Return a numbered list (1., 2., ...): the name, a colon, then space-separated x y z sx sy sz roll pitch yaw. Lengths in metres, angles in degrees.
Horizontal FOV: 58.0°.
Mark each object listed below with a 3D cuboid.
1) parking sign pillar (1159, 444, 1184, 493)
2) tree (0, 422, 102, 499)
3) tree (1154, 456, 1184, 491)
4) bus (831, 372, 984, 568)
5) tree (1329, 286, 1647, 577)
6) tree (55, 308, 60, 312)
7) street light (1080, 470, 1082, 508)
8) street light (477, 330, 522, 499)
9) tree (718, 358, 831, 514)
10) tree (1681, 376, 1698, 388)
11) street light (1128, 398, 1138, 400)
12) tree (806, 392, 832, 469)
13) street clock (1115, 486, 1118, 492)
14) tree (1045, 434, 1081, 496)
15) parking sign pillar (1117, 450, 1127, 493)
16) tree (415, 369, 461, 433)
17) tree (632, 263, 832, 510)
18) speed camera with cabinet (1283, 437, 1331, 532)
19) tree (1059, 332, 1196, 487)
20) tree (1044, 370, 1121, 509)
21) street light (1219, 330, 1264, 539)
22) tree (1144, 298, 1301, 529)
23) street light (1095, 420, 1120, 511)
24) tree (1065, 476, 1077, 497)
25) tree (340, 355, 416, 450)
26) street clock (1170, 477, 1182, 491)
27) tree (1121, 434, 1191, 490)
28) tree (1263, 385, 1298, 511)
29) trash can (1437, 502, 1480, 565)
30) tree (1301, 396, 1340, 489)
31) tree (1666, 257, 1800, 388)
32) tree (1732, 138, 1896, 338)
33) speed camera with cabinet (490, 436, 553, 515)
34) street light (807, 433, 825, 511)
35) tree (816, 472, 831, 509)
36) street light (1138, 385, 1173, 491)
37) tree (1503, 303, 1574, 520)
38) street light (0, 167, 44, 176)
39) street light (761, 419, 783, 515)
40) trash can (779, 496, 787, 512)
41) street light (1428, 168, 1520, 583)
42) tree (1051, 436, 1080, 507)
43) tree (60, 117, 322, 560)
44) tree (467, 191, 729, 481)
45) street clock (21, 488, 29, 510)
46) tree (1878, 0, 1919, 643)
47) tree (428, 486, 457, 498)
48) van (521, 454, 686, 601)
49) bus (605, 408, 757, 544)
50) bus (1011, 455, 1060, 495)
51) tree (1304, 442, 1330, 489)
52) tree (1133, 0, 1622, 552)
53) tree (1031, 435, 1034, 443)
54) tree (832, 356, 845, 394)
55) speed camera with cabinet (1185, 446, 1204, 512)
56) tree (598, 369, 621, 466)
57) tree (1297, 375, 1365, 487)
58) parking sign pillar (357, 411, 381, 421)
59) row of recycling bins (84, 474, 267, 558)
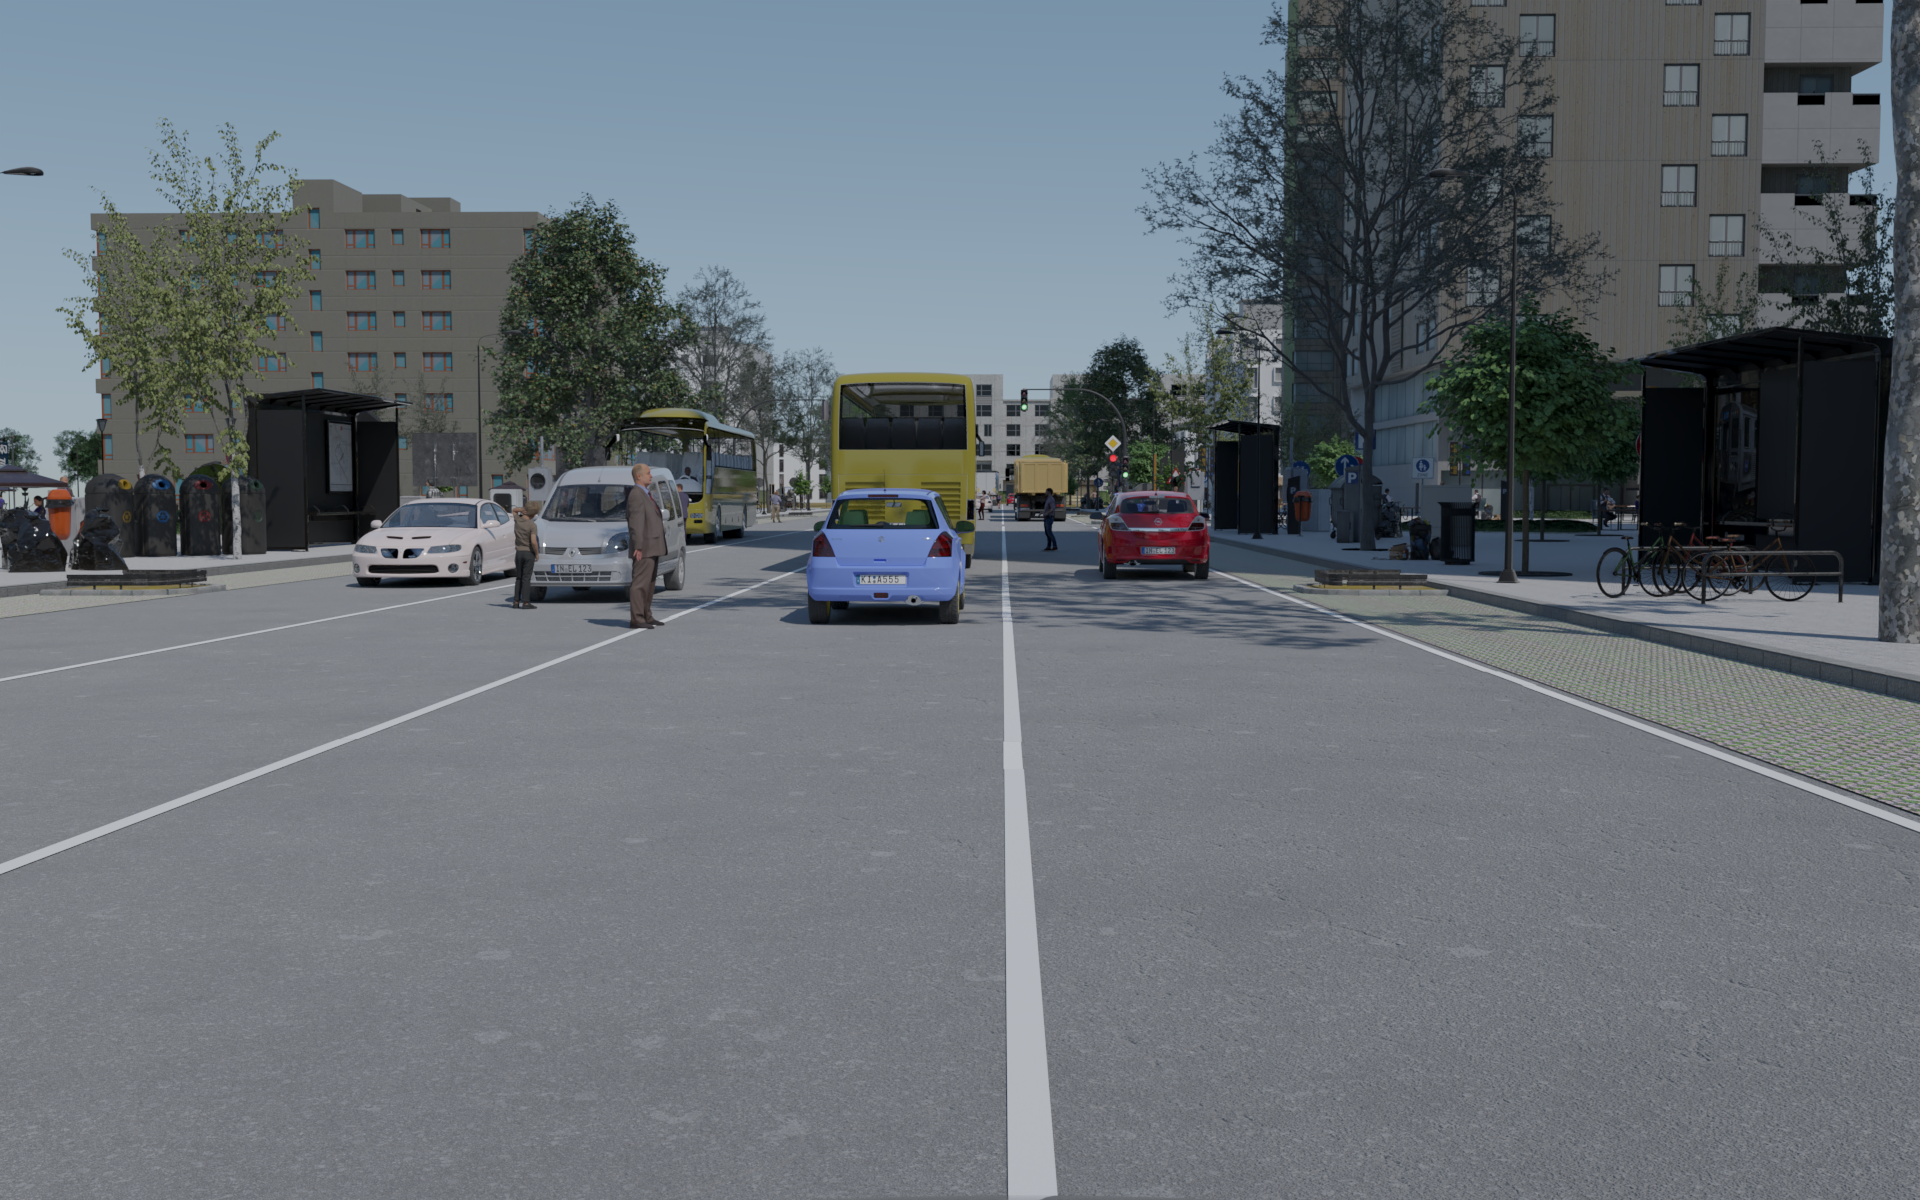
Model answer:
1. parking sign pillar: 11.235 -6.330 91.972 1.447 3.967 1.447 0 4 1
2. tree: -64.271 -10.143 128.748 11.467 7.101 20.602 0 4 1
3. tree: 10.502 -5.700 87.802 1.663 3.219 1.824 0 3 0
4. bus: -0.922 -2.732 36.214 2.896 3.916 12.252 0 4 1
5. tree: 8.949 -2.677 27.486 4.285 4.588 4.351 0 3 0
6. tree: -21.160 -5.802 45.218 4.737 8.622 4.395 0 3 0
7. street light: 9.956 -9.772 132.315 1.470 5.913 1.316 0 4 1
8. street light: -13.130 -4.694 49.291 1.470 5.913 1.316 0 4 1
9. tree: -12.961 -10.990 114.101 7.601 10.594 8.767 0 4 3
10. tree: 39.462 -8.577 90.599 4.360 8.622 3.978 0 3 0
11. street light: 8.791 -6.793 83.603 1.470 5.913 1.316 0 4 1
12. tree: -11.784 -14.978 170.644 9.928 11.665 9.643 0 3 0
13. street clock: 13.873 -9.060 152.708 0.358 2.002 0.471 3 5 43
14. tree: 13.587 -17.971 228.236 7.601 10.594 8.767 -2 4 -24
15. parking sign pillar: 10.064 -7.185 105.947 1.447 3.967 1.447 -1 4 -16
16. tree: -31.065 -9.255 101.674 4.360 8.622 3.978 0 3 0
17. tree: -13.208 -11.076 91.459 12.009 13.543 11.850 0 3 0
18. speed camera with cabinet: 11.989 -4.003 59.792 0.660 3.252 2.038 -2 4 -25
19. tree: 11.598 -12.600 123.017 9.611 12.733 9.660 0 3 0
20. tree: 10.722 -13.472 146.024 9.928 11.665 9.643 0 3 0
21. street light: 7.937 -4.690 49.221 1.470 5.913 1.316 0 4 1
22. tree: 9.221 -6.964 64.222 4.737 8.622 4.395 0 3 0
23. street light: 9.361 -8.282 107.959 1.470 5.913 1.316 0 4 1
24. tree: 13.330 -14.408 219.287 4.285 4.588 4.351 0 3 0
25. tree: -31.434 -8.661 91.966 4.360 8.622 3.978 0 3 0
26. street clock: 9.023 -4.145 72.342 0.471 2.002 0.358 -1 4 -22
27. tree: 10.350 -6.821 95.235 4.285 4.588 4.351 0 3 0
28. tree: 21.874 -10.114 115.730 4.360 8.622 3.978 0 3 0
29. trash can: 9.036 -1.210 31.432 0.748 1.137 0.748 0 3 0
30. tree: 25.561 -10.855 127.841 4.737 8.622 4.395 0 3 0
31. tree: 24.215 -6.388 54.798 4.737 8.622 4.395 0 3 0
32. tree: 18.229 -5.185 35.141 4.360 8.622 3.978 0 3 0
33. speed camera with cabinet: -15.060 -3.981 59.423 2.038 3.252 0.660 0 4 5
34. street light: -11.012 -9.768 132.252 1.470 5.913 1.316 0 4 1
35. tree: -11.637 -9.643 152.262 1.663 3.219 1.824 0 3 0
36. street light: 8.538 -6.217 74.184 1.470 5.913 1.316 0 4 1
37. tree: 21.337 -7.014 65.038 4.360 8.622 3.978 0 3 0
38. street light: -13.704 -3.193 24.746 1.470 5.913 1.316 0 4 1
39. street light: -11.645 -8.255 107.517 1.470 5.913 1.316 0 4 1
40. trash can: -12.744 -6.899 124.454 0.748 1.137 0.748 0 3 0
41. street light: 7.379 -3.200 24.864 1.470 5.913 1.316 0 4 1
42. tree: 11.300 -13.410 169.619 4.360 8.622 3.978 0 3 0
43. tree: -14.330 -5.086 33.515 4.737 8.622 4.395 0 3 0
44. tree: -14.113 -9.124 66.189 9.611 12.733 9.660 0 3 0
45. street clock: -46.629 -5.005 86.399 0.471 2.002 0.358 -1 4 -13
46. tree: 7.501 -9.618 13.142 12.611 20.169 13.585 0 3 0
47. tree: -27.498 -5.943 91.771 1.663 3.219 1.824 0 3 0
48. van: -4.983 -1.065 24.417 2.013 2.044 4.112 0 4 1
49. bus: -8.204 -3.769 53.173 2.896 3.916 12.252 0 3 0
50. bus: 4.741 -7.088 107.443 2.896 3.916 12.252 0 4 1
51. tree: 20.187 -6.698 93.233 4.285 4.588 4.351 0 3 0
52. tree: 9.115 -7.855 38.804 12.009 13.543 11.850 0 3 0
53. tree: 12.626 -17.463 195.896 12.009 13.543 11.850 0 3 0
54. tree: -12.464 -14.207 142.656 12.009 13.543 11.850 0 3 0
55. speed camera with cabinet: 9.904 -4.513 68.125 2.038 3.252 0.660 0 4 -4
56. tree: -19.465 -9.242 101.464 4.737 8.622 4.395 0 3 0
57. tree: 23.197 -9.575 106.916 4.360 8.622 3.978 0 3 0
58. parking sign pillar: -16.580 -3.677 48.584 1.447 3.967 1.447 2 4 24
59. row of recycling bins: -16.222 -1.759 35.880 1.069 1.692 3.534 3 5 45
